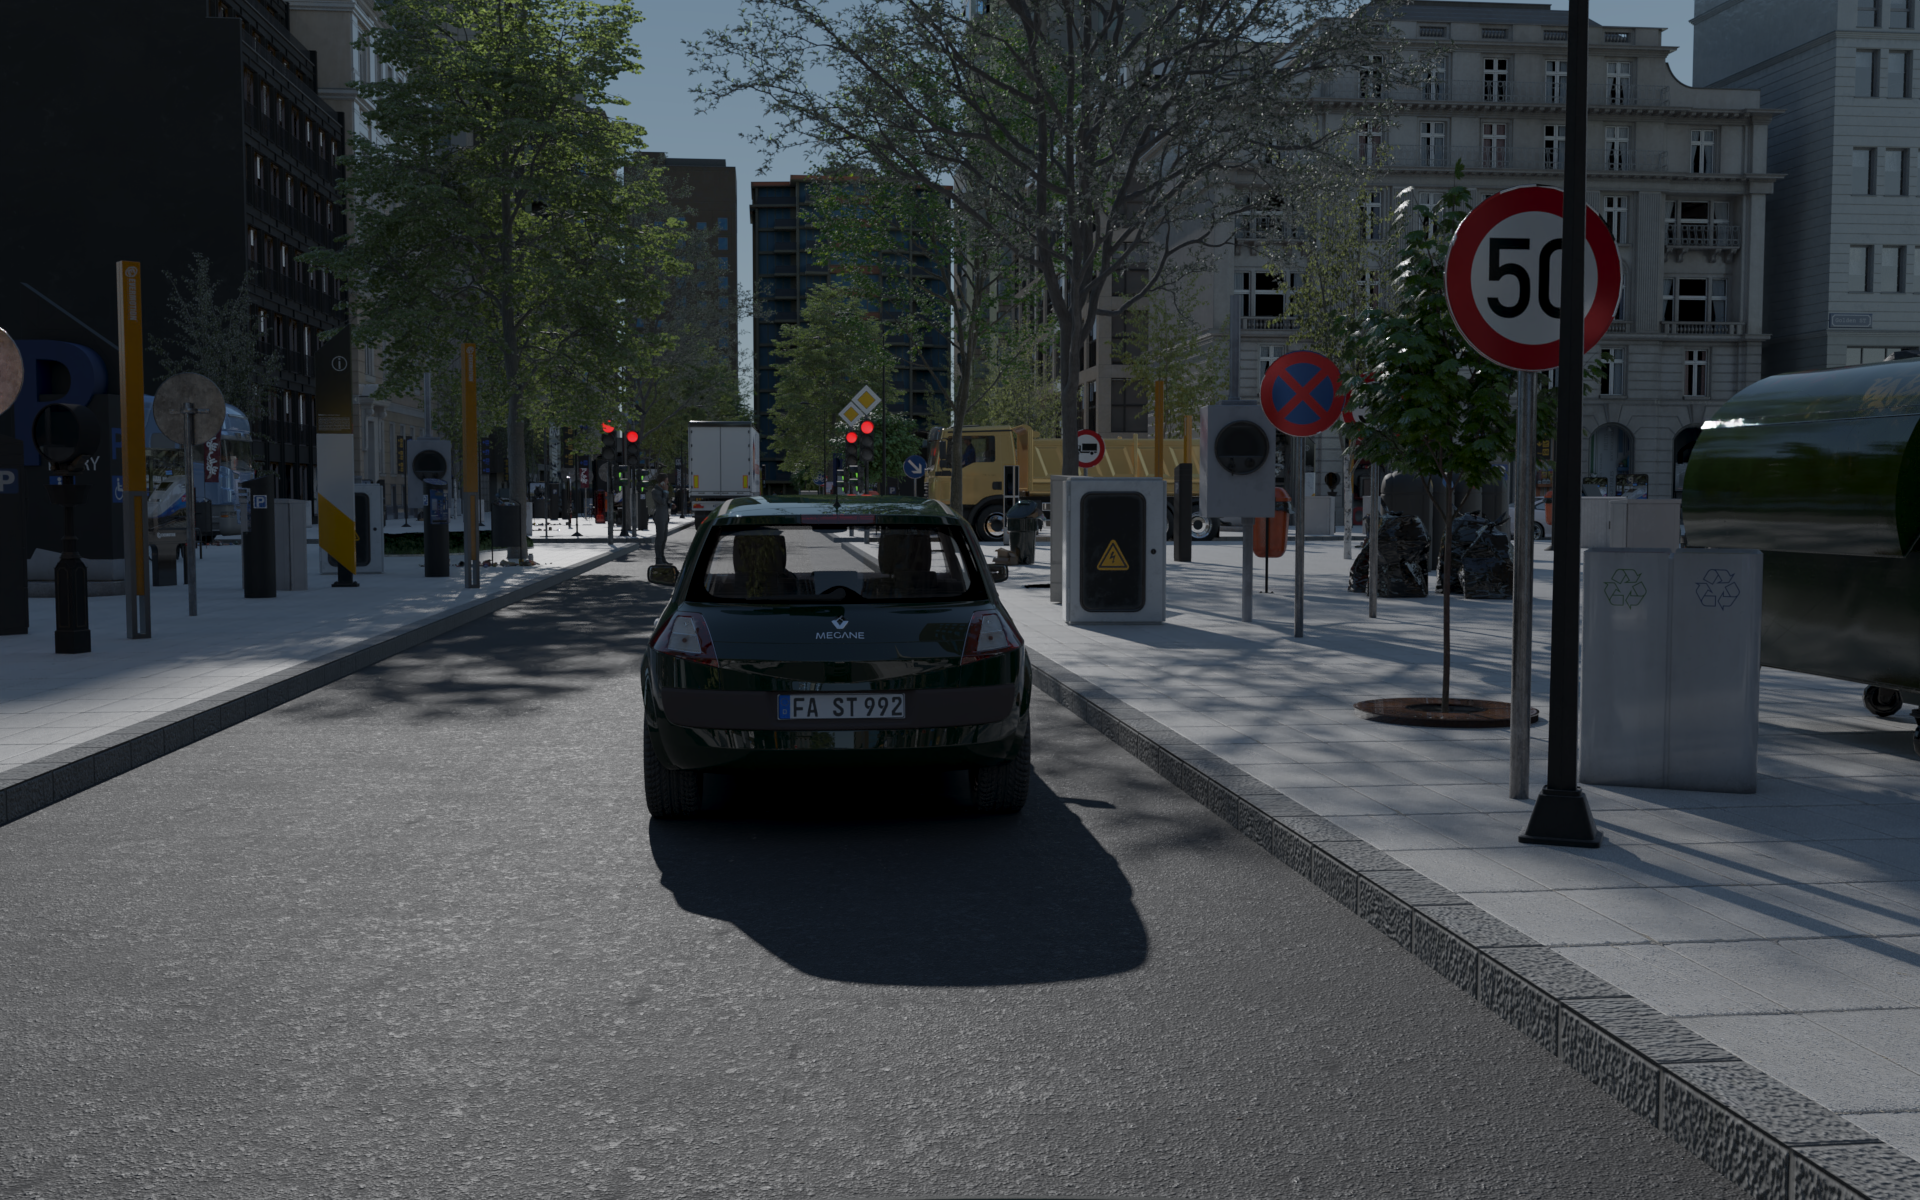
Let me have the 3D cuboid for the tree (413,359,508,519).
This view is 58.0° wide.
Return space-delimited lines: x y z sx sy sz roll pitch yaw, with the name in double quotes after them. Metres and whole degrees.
-25.228 -8.370 87.207 4.737 8.622 4.395 0 3 0 "tree"

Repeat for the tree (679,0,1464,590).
1.525 -6.894 23.089 12.009 13.543 11.850 0 3 0 "tree"

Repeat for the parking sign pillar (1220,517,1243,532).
9.552 -4.338 59.395 1.447 3.967 1.447 3 4 36 "parking sign pillar"

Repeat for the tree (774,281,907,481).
-6.569 -10.681 92.759 7.486 12.596 7.792 0 3 0 "tree"

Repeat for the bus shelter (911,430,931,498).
-1.020 -4.581 66.187 1.731 3.624 6.357 0 4 -6 "bus shelter"

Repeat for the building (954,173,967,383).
10.058 -37.557 237.753 21.600 48.544 21.300 0 4 -6 "building"

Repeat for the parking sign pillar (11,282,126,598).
-11.310 -2.051 22.011 1.447 3.967 1.447 0 4 5 "parking sign pillar"

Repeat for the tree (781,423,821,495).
-14.813 -12.836 160.236 4.360 8.622 3.978 0 3 0 "tree"

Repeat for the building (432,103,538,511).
-40.219 -21.974 130.979 14.160 30.474 14.107 0 4 -6 "building"

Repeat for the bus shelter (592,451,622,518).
-19.616 -6.517 97.828 1.731 3.624 6.357 0 4 -6 "bus shelter"

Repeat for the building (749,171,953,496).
-15.597 -35.535 235.618 28.867 44.769 22.147 0 4 -6 "building"

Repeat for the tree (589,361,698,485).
-15.127 -8.290 85.910 4.737 8.622 4.395 0 3 0 "tree"

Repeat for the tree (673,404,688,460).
-20.065 -12.938 137.288 9.928 11.665 9.643 0 3 0 "tree"

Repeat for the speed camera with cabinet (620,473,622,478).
-14.253 -4.897 74.395 0.660 3.252 2.038 1 4 20 "speed camera with cabinet"

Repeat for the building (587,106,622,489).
-58.135 -39.439 234.070 27.495 52.752 28.713 0 4 -6 "building"

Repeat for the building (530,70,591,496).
-46.119 -32.308 178.342 14.200 45.320 14.600 0 4 -6 "building"

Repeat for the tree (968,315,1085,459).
2.831 -7.369 70.848 4.360 8.622 3.978 0 3 0 "tree"

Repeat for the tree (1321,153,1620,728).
2.934 -0.936 9.911 1.663 3.219 1.824 0 3 0 "tree"

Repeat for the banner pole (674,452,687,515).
-16.697 -6.969 103.960 0.863 3.779 0.401 -1 4 -13 "banner pole"

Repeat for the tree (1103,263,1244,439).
6.683 -6.380 54.681 4.737 8.622 4.395 0 3 0 "tree"

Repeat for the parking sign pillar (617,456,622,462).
-21.396 -7.239 106.833 1.447 3.967 1.447 0 4 -8 "parking sign pillar"

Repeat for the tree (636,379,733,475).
-19.578 -11.728 126.158 8.767 10.594 7.601 -1 4 -20 "tree"

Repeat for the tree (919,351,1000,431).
0.180 -8.355 86.967 4.737 8.622 4.395 0 3 0 "tree"

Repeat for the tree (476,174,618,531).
-11.514 -9.155 60.052 12.009 13.543 11.850 0 3 0 "tree"

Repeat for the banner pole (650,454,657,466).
-19.200 -7.256 108.644 0.863 3.779 0.401 2 4 34 "banner pole"

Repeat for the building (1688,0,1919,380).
49.098 -18.290 76.531 29.804 29.767 11.434 0 4 -6 "building"

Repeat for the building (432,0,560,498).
-45.246 -43.325 146.609 20.563 71.187 20.611 0 4 -6 "building"

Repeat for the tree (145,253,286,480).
-22.394 -6.254 52.623 4.360 8.622 3.978 0 3 0 "tree"

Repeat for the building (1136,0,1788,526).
20.849 -14.296 75.543 24.055 21.916 13.314 0 4 -6 "building"

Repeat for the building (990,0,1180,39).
9.116 -27.807 138.246 14.154 41.232 14.086 0 4 -6 "building"

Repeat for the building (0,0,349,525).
-33.163 -14.729 70.503 12.332 23.373 15.834 0 4 -6 "building"

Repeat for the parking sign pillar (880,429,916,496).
-2.347 -5.061 71.212 1.447 3.967 1.447 2 4 24 "parking sign pillar"

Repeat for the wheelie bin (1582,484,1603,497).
19.960 -2.885 55.077 0.980 1.594 0.693 -1 4 -22 "wheelie bin"

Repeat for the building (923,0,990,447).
8.695 -52.689 174.134 22.319 86.520 31.000 0 4 -6 "building"

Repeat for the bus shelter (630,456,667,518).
-17.259 -6.199 95.272 2.014 3.302 5.546 0 4 -7 "bus shelter"

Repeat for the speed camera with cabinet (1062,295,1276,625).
2.053 -1.394 17.120 2.038 3.252 0.660 0 4 0 "speed camera with cabinet"

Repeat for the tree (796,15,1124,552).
0.046 -6.862 37.954 9.928 11.665 9.643 0 3 0 "tree"

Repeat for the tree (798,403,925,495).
-2.897 -4.641 59.596 4.285 4.588 4.351 0 3 0 "tree"

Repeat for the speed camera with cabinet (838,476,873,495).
-3.998 -4.399 66.259 0.660 3.252 2.038 1 4 22 "speed camera with cabinet"

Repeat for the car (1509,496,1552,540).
17.910 -2.390 51.435 4.827 1.381 2.083 0 4 -6 "car"

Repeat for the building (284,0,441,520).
-34.884 -18.489 88.201 13.634 28.700 20.117 0 4 -6 "building"

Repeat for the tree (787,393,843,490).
-9.633 -10.368 119.875 4.737 8.622 4.395 0 3 0 "tree"

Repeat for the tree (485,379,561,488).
-25.218 -9.205 100.869 4.360 8.622 3.978 0 3 0 "tree"

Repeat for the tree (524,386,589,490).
-24.889 -9.748 109.745 4.737 8.622 4.395 0 3 0 "tree"

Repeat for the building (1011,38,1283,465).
15.240 -18.837 112.498 19.350 26.468 34.151 0 4 -6 "building"

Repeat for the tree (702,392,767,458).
-25.882 -17.339 190.141 9.857 13.997 8.962 0 3 0 "tree"

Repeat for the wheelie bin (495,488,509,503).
-25.641 -5.473 97.393 0.980 1.594 0.693 -2 4 -27 "wheelie bin"

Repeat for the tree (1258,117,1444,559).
7.659 -5.092 33.613 4.360 8.622 3.978 0 3 0 "tree"

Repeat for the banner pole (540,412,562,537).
-12.072 -3.739 51.149 0.863 3.779 0.401 2 4 32 "banner pole"

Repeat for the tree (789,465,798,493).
-12.039 -9.478 138.686 4.285 4.588 4.351 0 3 0 "tree"

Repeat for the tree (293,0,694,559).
-9.178 -7.112 34.402 7.486 12.596 7.792 0 3 0 "tree"

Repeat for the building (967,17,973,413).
7.368 -28.673 152.398 14.154 41.232 14.086 0 4 -6 "building"

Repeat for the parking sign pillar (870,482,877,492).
-4.884 -6.725 98.431 1.447 3.967 1.447 -3 5 -40 "parking sign pillar"

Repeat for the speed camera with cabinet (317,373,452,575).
-9.283 -2.056 27.949 2.038 3.252 0.660 -1 4 -19 "speed camera with cabinet"

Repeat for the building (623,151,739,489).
-36.666 -35.463 229.922 14.200 45.320 14.600 0 4 -6 "building"

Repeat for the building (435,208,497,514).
-37.947 -16.419 110.250 13.314 21.916 24.055 0 4 -6 "building"

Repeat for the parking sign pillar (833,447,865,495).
-5.513 -5.703 81.710 1.447 3.967 1.447 -2 4 -31 "parking sign pillar"
